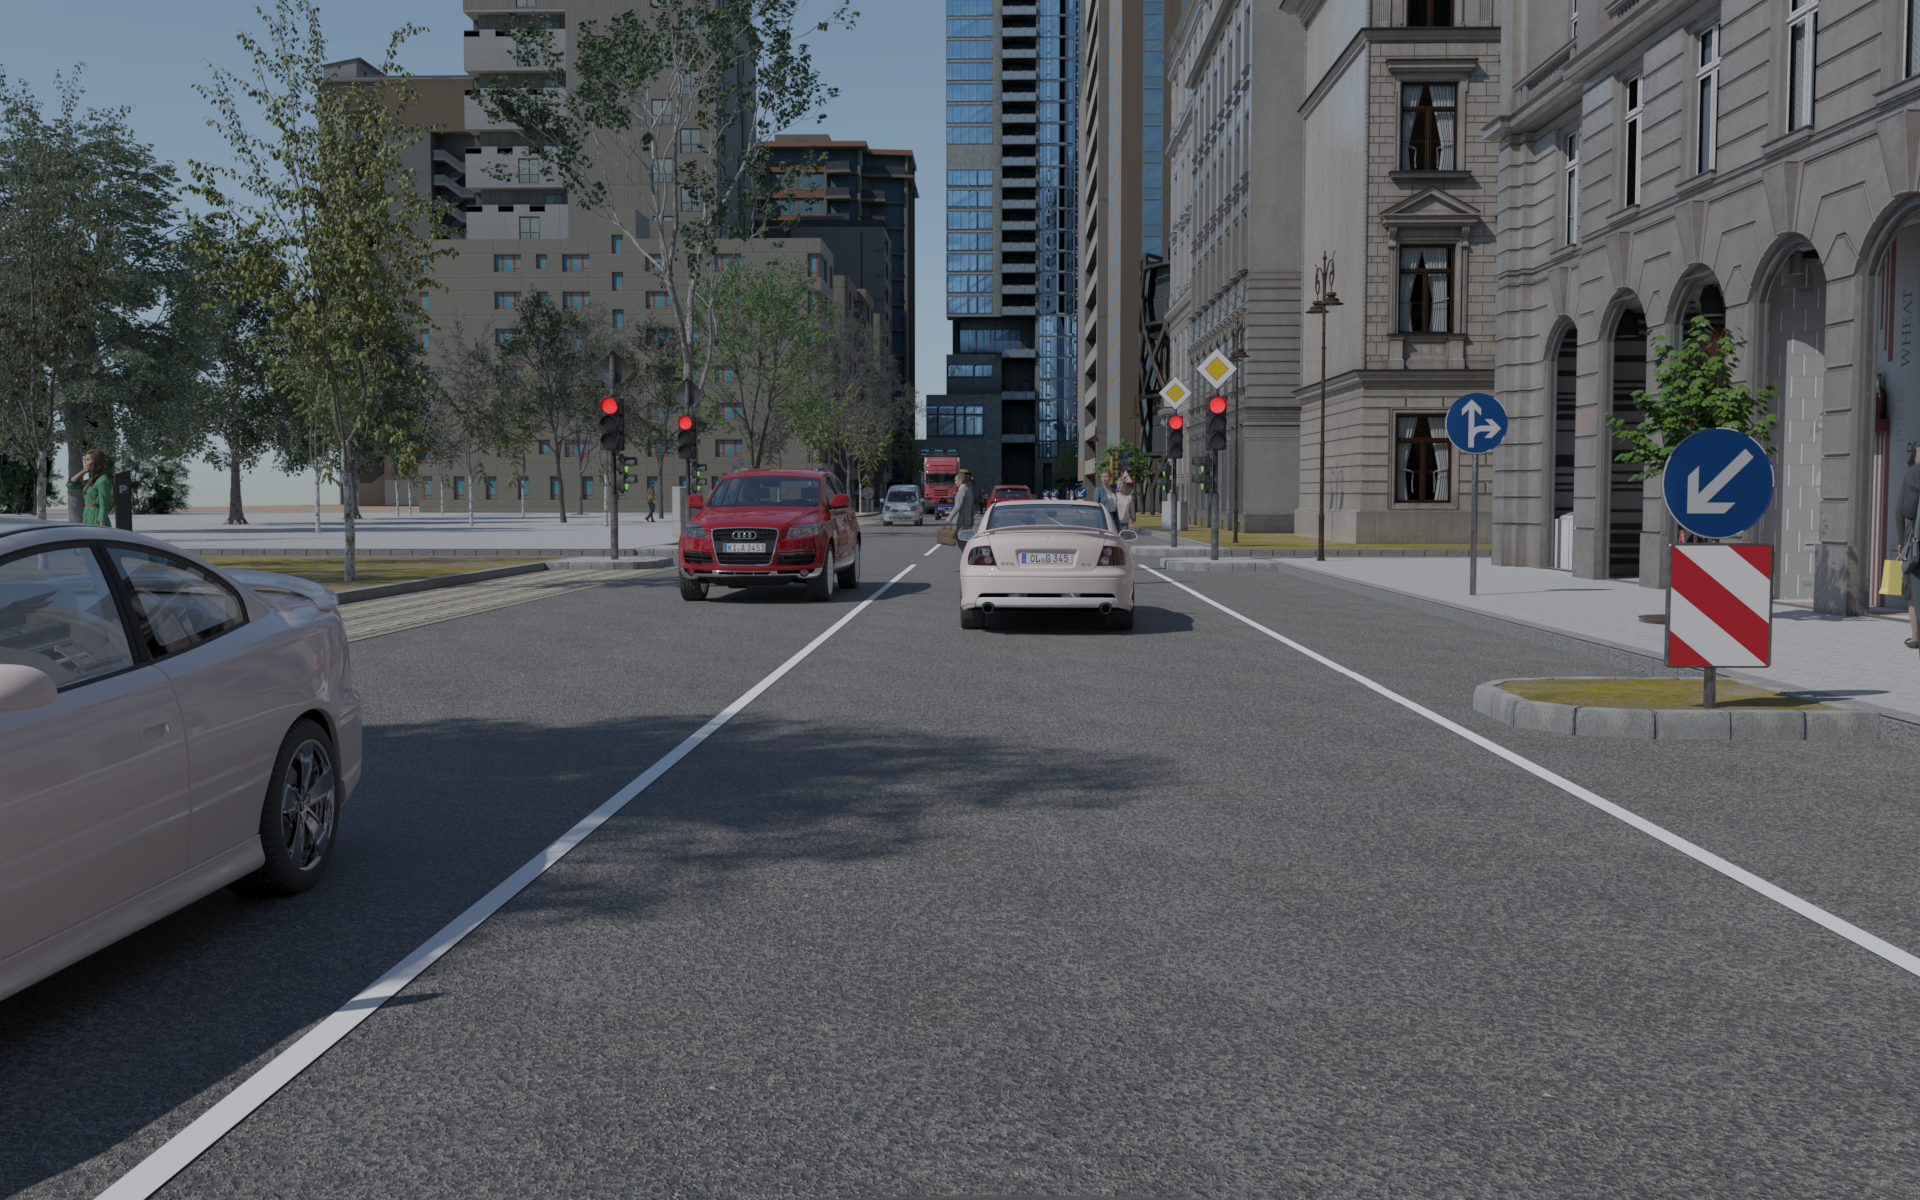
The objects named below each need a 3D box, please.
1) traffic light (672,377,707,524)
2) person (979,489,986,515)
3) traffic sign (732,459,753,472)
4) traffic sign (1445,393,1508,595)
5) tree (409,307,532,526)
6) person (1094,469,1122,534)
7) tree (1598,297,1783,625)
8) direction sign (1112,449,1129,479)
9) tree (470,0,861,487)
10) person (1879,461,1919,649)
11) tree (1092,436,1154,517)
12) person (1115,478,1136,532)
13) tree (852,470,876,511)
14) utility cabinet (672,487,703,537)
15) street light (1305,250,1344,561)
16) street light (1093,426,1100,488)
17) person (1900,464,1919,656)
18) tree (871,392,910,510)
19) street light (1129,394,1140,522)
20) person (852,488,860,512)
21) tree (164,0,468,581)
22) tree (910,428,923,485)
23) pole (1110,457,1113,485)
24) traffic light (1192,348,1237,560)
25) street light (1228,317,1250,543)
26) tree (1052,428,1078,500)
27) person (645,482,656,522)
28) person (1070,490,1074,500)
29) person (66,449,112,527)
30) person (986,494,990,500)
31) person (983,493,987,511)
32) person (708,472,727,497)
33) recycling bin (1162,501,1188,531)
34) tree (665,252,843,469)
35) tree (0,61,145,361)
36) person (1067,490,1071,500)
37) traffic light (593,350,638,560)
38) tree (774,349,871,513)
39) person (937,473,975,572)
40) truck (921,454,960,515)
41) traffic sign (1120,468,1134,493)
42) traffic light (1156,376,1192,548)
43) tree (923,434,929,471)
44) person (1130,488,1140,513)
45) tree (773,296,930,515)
[{"bbox_3d":[-6.538,-3.231,41.740,0.839,4.253,0.868,0,4,1],"label":"traffic light"},{"bbox_3d":[1.553,-6.875,120.993,0.705,1.812,1.348,1,4,16],"label":"person"},{"bbox_3d":[-7.852,-3.816,62.490,0.768,2.556,0.104,0,4,6],"label":"traffic sign"},{"bbox_3d":[6.505,-1.332,21.885,0.768,2.556,0.104,1,4,8],"label":"traffic sign"},{"bbox_3d":[-19.370,-7.275,69.301,4.360,8.622,3.978,0,3,0],"label":"tree"},{"bbox_3d":[2.282,-1.152,27.366,0.581,1.822,0.654,-1,4,-21],"label":"person"},{"bbox_3d":[7.185,-1.382,17.193,1.663,3.219,1.824,0,3,0],"label":"tree"},{"bbox_3d":[8.105,-5.844,87.538,0.876,3.537,0.379,2,4,30],"label":"direction sign"},{"bbox_3d":[-9.518,-12.051,52.930,12.611,20.169,13.585,0,3,0],"label":"tree"},{"bbox_3d":[7.813,-0.466,13.873,0.699,1.804,1.509,2,4,24],"label":"person"},{"bbox_3d":[9.168,-6.975,97.760,4.285,4.588,4.351,0,3,0],"label":"tree"},{"bbox_3d":[2.896,-1.441,32.727,0.731,1.740,0.598,-1,4,-15],"label":"person"},{"bbox_3d":[-7.435,-8.345,131.041,1.663,3.219,1.824,0,3,0],"label":"tree"},{"bbox_3d":[-8.083,-2.618,51.488,0.318,1.500,1.173,2,4,26],"label":"utility cabinet"},{"bbox_3d":[6.930,-3.687,33.073,0.468,5.910,1.993,0,4,1],"label":"street light"},{"bbox_3d":[9.040,-8.724,115.419,0.468,5.910,1.993,0,4,1],"label":"street light"},{"bbox_3d":[6.077,-0.252,10.593,0.576,1.772,0.534,-1,4,-9],"label":"person"},{"bbox_3d":[-6.588,-10.293,118.651,4.737,8.622,4.395,0,3,0],"label":"tree"},{"bbox_3d":[8.133,-6.587,80.491,0.468,5.910,1.993,0,4,1],"label":"street light"},{"bbox_3d":[-7.373,-7.343,126.824,1.217,1.736,0.721,-2,4,-32],"label":"person"},{"bbox_3d":[-9.024,-4.571,25.094,4.737,8.622,4.395,0,3,0],"label":"tree"},{"bbox_3d":[-6.208,-11.403,136.795,4.737,8.622,4.395,0,3,0],"label":"tree"},{"bbox_3d":[8.315,-6.192,95.076,0.158,3.312,0.155,0,3,0],"label":"pole"},{"bbox_3d":[4.922,-2.726,33.486,0.839,4.253,0.868,0,4,1],"label":"traffic light"},{"bbox_3d":[7.245,-4.439,45.367,0.468,5.910,1.993,0,4,1],"label":"street light"},{"bbox_3d":[12.034,-14.897,193.931,4.737,8.622,4.395,0,3,0],"label":"tree"},{"bbox_3d":[-13.941,-4.423,78.264,0.656,1.842,0.836,2,4,27],"label":"person"},{"bbox_3d":[12.046,-10.999,186.551,0.621,1.740,0.551,-1,4,-22],"label":"person"},{"bbox_3d":[-9.888,-0.832,19.894,0.600,1.795,0.529,3,4,38],"label":"person"},{"bbox_3d":[3.239,-10.891,189.825,1.065,1.426,0.557,-3,4,-38],"label":"person"},{"bbox_3d":[2.055,-8.568,149.043,0.683,1.767,0.568,-1,4,-20],"label":"person"},{"bbox_3d":[-3.854,-1.186,28.228,0.601,1.785,0.444,0,4,-7],"label":"person"},{"bbox_3d":[7.517,-2.937,60.571,0.722,1.027,0.722,2,4,29],"label":"recycling bin"},{"bbox_3d":[-8.892,-9.144,75.255,9.928,11.665,9.643,0,3,0],"label":"tree"},{"bbox_3d":[-15.811,-4.832,29.358,4.360,8.622,3.978,0,3,0],"label":"tree"},{"bbox_3d":[10.804,-10.040,171.003,0.445,1.727,0.742,-3,5,-40],"label":"person"},{"bbox_3d":[-6.736,-2.742,33.758,0.839,4.253,0.868,0,4,1],"label":"traffic light"},{"bbox_3d":[-7.385,-8.416,87.960,4.737,8.622,4.395,0,3,0],"label":"tree"},{"bbox_3d":[0.033,-1.408,31.639,0.853,1.813,0.709,1,4,15],"label":"person"},{"bbox_3d":[-1.246,-8.249,123.792,2.839,4.237,11.283,0,4,0],"label":"truck"},{"bbox_3d":[8.268,-5.293,86.551,0.884,2.594,0.081,1,4,10],"label":"traffic sign"},{"bbox_3d":[5.120,-3.214,41.469,0.839,4.253,0.868,0,4,1],"label":"traffic light"},{"bbox_3d":[-5.432,-14.935,194.547,4.737,8.622,4.395,0,3,0],"label":"tree"},{"bbox_3d":[12.006,-6.886,118.610,1.348,1.826,0.705,-2,4,-33],"label":"person"},{"bbox_3d":[-7.087,-12.106,108.307,12.009,13.543,11.850,0,3,0],"label":"tree"}]
